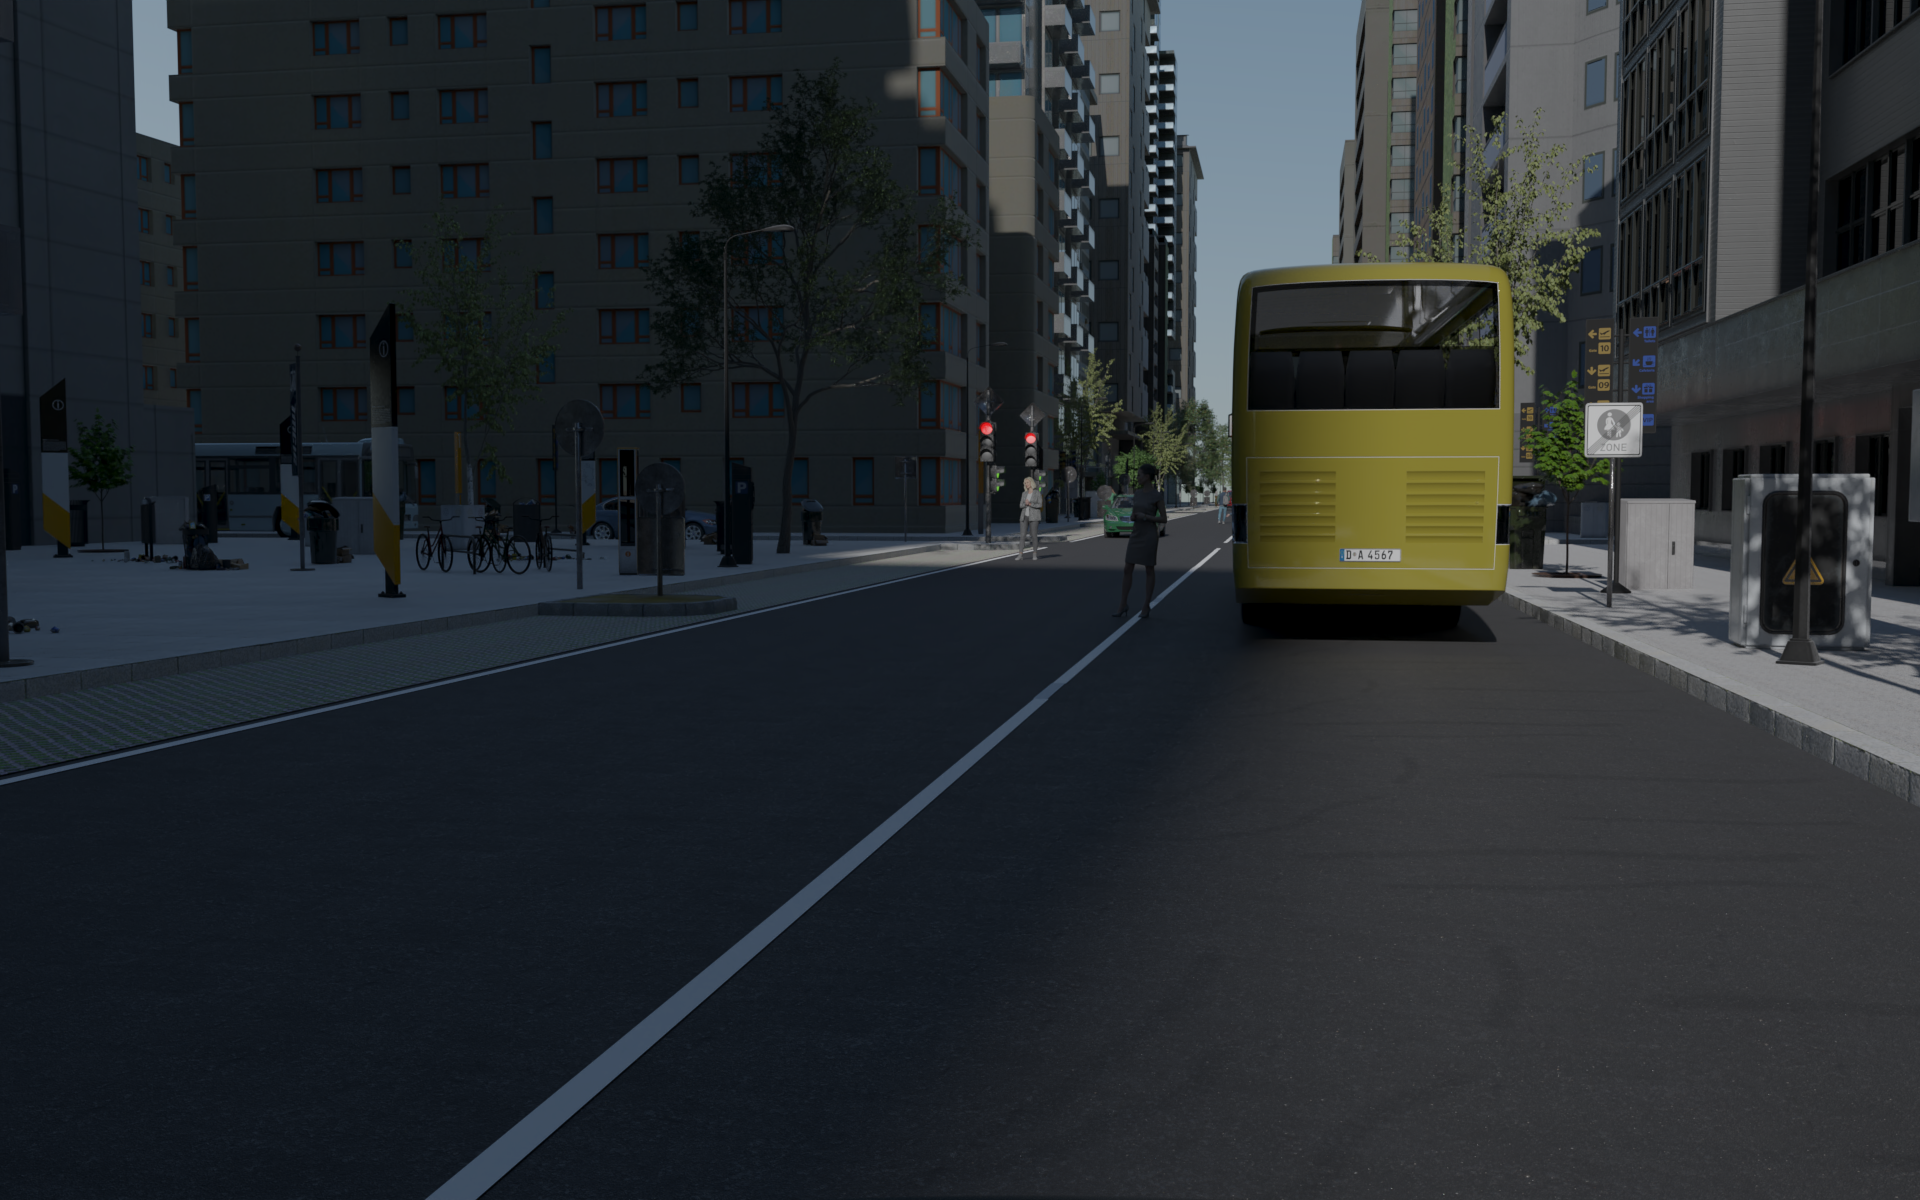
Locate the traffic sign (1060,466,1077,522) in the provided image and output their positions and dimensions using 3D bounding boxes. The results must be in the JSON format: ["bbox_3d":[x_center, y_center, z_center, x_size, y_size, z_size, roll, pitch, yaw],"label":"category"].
[{"bbox_3d":[4.946,-4.830,79.083,0.768,2.556,0.104,1,4,18],"label":"traffic sign"}]

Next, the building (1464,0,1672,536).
[{"bbox_3d":[32.683,-31.559,57.988,28.212,58.520,21.231,1,4,11],"label":"building"}]

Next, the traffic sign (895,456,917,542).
[{"bbox_3d":[-1.462,-2.716,46.530,0.606,2.300,0.079,1,4,15],"label":"traffic sign"}]

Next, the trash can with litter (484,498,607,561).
[{"bbox_3d":[-8.042,-1.386,33.718,2.233,1.210,1.678,0,4,-6],"label":"trash can with litter"}]

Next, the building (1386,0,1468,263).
[{"bbox_3d":[40.858,-27.749,137.289,14.154,41.232,14.086,1,4,11],"label":"building"}]

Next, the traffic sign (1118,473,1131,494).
[{"bbox_3d":[10.058,-6.481,106.070,0.768,2.556,0.104,1,4,19],"label":"traffic sign"}]

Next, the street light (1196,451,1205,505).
[{"bbox_3d":[25.800,-13.134,187.273,1.470,5.913,1.316,1,4,11],"label":"street light"}]

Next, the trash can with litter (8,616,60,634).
[{"bbox_3d":[-9.139,-0.288,15.763,1.678,1.210,2.233,0,4,-6],"label":"trash can with litter"}]

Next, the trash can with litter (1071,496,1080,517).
[{"bbox_3d":[6.443,-5.100,94.773,0.624,1.170,1.055,1,4,10],"label":"trash can with litter"}]

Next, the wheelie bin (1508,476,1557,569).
[{"bbox_3d":[9.720,-1.332,29.680,0.980,1.594,0.693,1,4,9],"label":"wheelie bin"}]

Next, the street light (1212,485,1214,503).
[{"bbox_3d":[30.073,-14.537,210.222,1.470,5.913,1.316,1,4,11],"label":"street light"}]

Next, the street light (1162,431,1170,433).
[{"bbox_3d":[14.877,-9.537,128.472,1.470,5.913,1.316,1,4,11],"label":"street light"}]

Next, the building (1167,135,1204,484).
[{"bbox_3d":[21.366,-40.993,259.470,28.713,52.752,27.495,1,4,11],"label":"building"}]

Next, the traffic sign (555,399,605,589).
[{"bbox_3d":[-5.127,-1.417,23.281,0.768,2.556,0.104,1,4,20],"label":"traffic sign"}]

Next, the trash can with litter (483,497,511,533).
[{"bbox_3d":[-15.231,-2.794,57.077,1.055,1.170,0.624,2,4,32],"label":"trash can with litter"}]

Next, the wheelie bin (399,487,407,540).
[{"bbox_3d":[-15.923,-2.483,48.512,0.693,1.594,0.980,2,4,27],"label":"wheelie bin"}]

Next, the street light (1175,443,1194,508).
[{"bbox_3d":[20.282,-11.343,157.994,1.470,5.913,1.316,1,4,11],"label":"street light"}]

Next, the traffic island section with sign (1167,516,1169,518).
[{"bbox_3d":[11.274,-5.704,101.893,1.989,1.847,2.006,1,4,11],"label":"traffic island section with sign"}]

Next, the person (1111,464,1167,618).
[{"bbox_3d":[2.085,-0.687,20.075,0.599,1.781,0.374,3,5,44],"label":"person"}]

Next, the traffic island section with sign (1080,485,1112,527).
[{"bbox_3d":[6.301,-4.075,75.248,1.989,1.847,2.006,1,4,11],"label":"traffic island section with sign"}]

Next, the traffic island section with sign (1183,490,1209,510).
[{"bbox_3d":[20.486,-8.727,151.315,1.989,1.847,2.006,1,4,11],"label":"traffic island section with sign"}]

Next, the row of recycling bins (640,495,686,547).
[{"bbox_3d":[-7.318,-2.111,41.634,1.069,1.692,3.534,-1,4,-22],"label":"row of recycling bins"}]

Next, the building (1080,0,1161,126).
[{"bbox_3d":[4.022,-35.370,167.537,28.713,52.752,27.495,1,4,11],"label":"building"}]

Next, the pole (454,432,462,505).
[{"bbox_3d":[-16.480,-3.858,56.921,0.158,3.312,0.155,0,3,0],"label":"pole"}]

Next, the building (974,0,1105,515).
[{"bbox_3d":[-3.495,-29.897,108.420,23.786,49.044,30.456,1,4,11],"label":"building"}]

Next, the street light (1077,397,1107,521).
[{"bbox_3d":[6.380,-6.777,83.337,1.470,5.913,1.316,1,4,11],"label":"street light"}]

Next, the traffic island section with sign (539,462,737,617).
[{"bbox_3d":[-3.811,-0.761,21.071,1.989,1.847,2.006,1,4,11],"label":"traffic island section with sign"}]

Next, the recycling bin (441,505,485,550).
[{"bbox_3d":[-11.485,-1.681,40.031,0.722,1.027,0.722,2,4,25],"label":"recycling bin"}]

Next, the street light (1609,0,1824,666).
[{"bbox_3d":[5.825,-2.476,13.029,1.470,5.913,1.316,1,4,11],"label":"street light"}]

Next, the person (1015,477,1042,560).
[{"bbox_3d":[1.524,-1.774,37.681,0.537,1.800,0.526,2,4,35],"label":"person"}]

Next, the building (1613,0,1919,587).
[{"bbox_3d":[18.719,-12.465,22.870,14.314,24.678,30.058,1,4,11],"label":"building"}]

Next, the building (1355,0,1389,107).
[{"bbox_3d":[46.453,-32.481,154.766,21.300,48.544,21.600,1,4,11],"label":"building"}]

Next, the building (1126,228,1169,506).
[{"bbox_3d":[14.996,-25.432,187.510,14.160,30.474,14.107,1,4,11],"label":"building"}]

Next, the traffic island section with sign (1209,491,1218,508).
[{"bbox_3d":[25.432,-10.348,177.814,1.989,1.847,2.006,1,4,11],"label":"traffic island section with sign"}]

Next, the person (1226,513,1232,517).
[{"bbox_3d":[12.637,-3.951,78.595,0.738,1.151,1.012,-1,4,-18],"label":"person"}]

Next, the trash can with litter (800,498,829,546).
[{"bbox_3d":[-3.566,-1.947,43.218,0.624,1.170,1.055,-2,4,-28],"label":"trash can with litter"}]

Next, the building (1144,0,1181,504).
[{"bbox_3d":[18.582,-56.010,228.433,22.319,86.520,31.000,1,4,11],"label":"building"}]

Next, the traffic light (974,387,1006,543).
[{"bbox_3d":[0.759,-3.443,45.211,0.839,4.253,0.868,1,4,11],"label":"traffic light"}]

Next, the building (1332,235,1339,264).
[{"bbox_3d":[65.426,-36.028,272.644,14.154,41.232,14.086,1,4,11],"label":"building"}]

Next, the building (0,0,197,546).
[{"bbox_3d":[-33.725,-36.747,39.059,20.611,71.187,20.563,1,4,11],"label":"building"}]

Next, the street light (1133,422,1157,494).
[{"bbox_3d":[11.854,-8.564,112.568,1.470,5.913,1.316,1,4,11],"label":"street light"}]

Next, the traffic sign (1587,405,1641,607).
[{"bbox_3d":[7.347,-1.064,19.532,0.606,2.300,0.079,1,4,11],"label":"traffic sign"}]

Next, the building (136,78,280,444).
[{"bbox_3d":[-53.975,-14.557,83.046,28.899,21.520,27.650,1,4,11],"label":"building"}]

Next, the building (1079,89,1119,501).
[{"bbox_3d":[-2.303,-27.546,142.265,32.217,40.220,23.993,1,4,11],"label":"building"}]

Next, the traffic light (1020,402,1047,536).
[{"bbox_3d":[2.223,-3.923,53.061,0.839,4.253,0.868,1,4,11],"label":"traffic light"}]

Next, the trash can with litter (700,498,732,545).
[{"bbox_3d":[-6.095,-1.979,43.745,1.055,1.170,0.624,2,4,28],"label":"trash can with litter"}]

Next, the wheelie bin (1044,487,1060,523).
[{"bbox_3d":[4.075,-4.188,76.377,0.693,1.594,0.980,0,4,4],"label":"wheelie bin"}]

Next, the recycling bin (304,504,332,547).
[{"bbox_3d":[-15.549,-1.827,42.430,0.722,1.027,0.722,2,4,35],"label":"recycling bin"}]

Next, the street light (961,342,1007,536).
[{"bbox_3d":[0.760,-4.936,53.245,1.470,5.913,1.316,1,4,11],"label":"street light"}]

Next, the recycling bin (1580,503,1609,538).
[{"bbox_3d":[18.652,-2.344,50.874,0.722,1.027,0.722,2,4,26],"label":"recycling bin"}]

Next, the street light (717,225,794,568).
[{"bbox_3d":[-3.546,-3.523,30.138,1.470,5.913,1.316,1,4,11],"label":"street light"}]

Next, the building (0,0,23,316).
[{"bbox_3d":[-23.956,-23.827,9.180,23.786,49.044,30.456,1,4,11],"label":"building"}]

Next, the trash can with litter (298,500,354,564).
[{"bbox_3d":[-11.677,-1.259,31.974,0.624,1.170,1.055,1,4,9],"label":"trash can with litter"}]

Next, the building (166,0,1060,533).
[{"bbox_3d":[-11.421,-13.911,72.480,27.650,21.520,28.899,1,4,11],"label":"building"}]

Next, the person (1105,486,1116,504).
[{"bbox_3d":[6.898,-4.346,79.808,0.600,1.795,0.529,0,4,8],"label":"person"}]

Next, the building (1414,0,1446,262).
[{"bbox_3d":[34.343,-27.612,101.569,14.600,45.320,14.200,1,4,11],"label":"building"}]

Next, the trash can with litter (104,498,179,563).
[{"bbox_3d":[-15.405,-1.329,32.783,1.678,1.210,2.233,-2,4,-35],"label":"trash can with litter"}]

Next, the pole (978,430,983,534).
[{"bbox_3d":[0.665,-3.765,55.408,0.158,3.312,0.155,0,3,0],"label":"pole"}]

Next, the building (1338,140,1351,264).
[{"bbox_3d":[60.012,-36.700,223.753,21.300,48.544,21.600,1,4,11],"label":"building"}]
